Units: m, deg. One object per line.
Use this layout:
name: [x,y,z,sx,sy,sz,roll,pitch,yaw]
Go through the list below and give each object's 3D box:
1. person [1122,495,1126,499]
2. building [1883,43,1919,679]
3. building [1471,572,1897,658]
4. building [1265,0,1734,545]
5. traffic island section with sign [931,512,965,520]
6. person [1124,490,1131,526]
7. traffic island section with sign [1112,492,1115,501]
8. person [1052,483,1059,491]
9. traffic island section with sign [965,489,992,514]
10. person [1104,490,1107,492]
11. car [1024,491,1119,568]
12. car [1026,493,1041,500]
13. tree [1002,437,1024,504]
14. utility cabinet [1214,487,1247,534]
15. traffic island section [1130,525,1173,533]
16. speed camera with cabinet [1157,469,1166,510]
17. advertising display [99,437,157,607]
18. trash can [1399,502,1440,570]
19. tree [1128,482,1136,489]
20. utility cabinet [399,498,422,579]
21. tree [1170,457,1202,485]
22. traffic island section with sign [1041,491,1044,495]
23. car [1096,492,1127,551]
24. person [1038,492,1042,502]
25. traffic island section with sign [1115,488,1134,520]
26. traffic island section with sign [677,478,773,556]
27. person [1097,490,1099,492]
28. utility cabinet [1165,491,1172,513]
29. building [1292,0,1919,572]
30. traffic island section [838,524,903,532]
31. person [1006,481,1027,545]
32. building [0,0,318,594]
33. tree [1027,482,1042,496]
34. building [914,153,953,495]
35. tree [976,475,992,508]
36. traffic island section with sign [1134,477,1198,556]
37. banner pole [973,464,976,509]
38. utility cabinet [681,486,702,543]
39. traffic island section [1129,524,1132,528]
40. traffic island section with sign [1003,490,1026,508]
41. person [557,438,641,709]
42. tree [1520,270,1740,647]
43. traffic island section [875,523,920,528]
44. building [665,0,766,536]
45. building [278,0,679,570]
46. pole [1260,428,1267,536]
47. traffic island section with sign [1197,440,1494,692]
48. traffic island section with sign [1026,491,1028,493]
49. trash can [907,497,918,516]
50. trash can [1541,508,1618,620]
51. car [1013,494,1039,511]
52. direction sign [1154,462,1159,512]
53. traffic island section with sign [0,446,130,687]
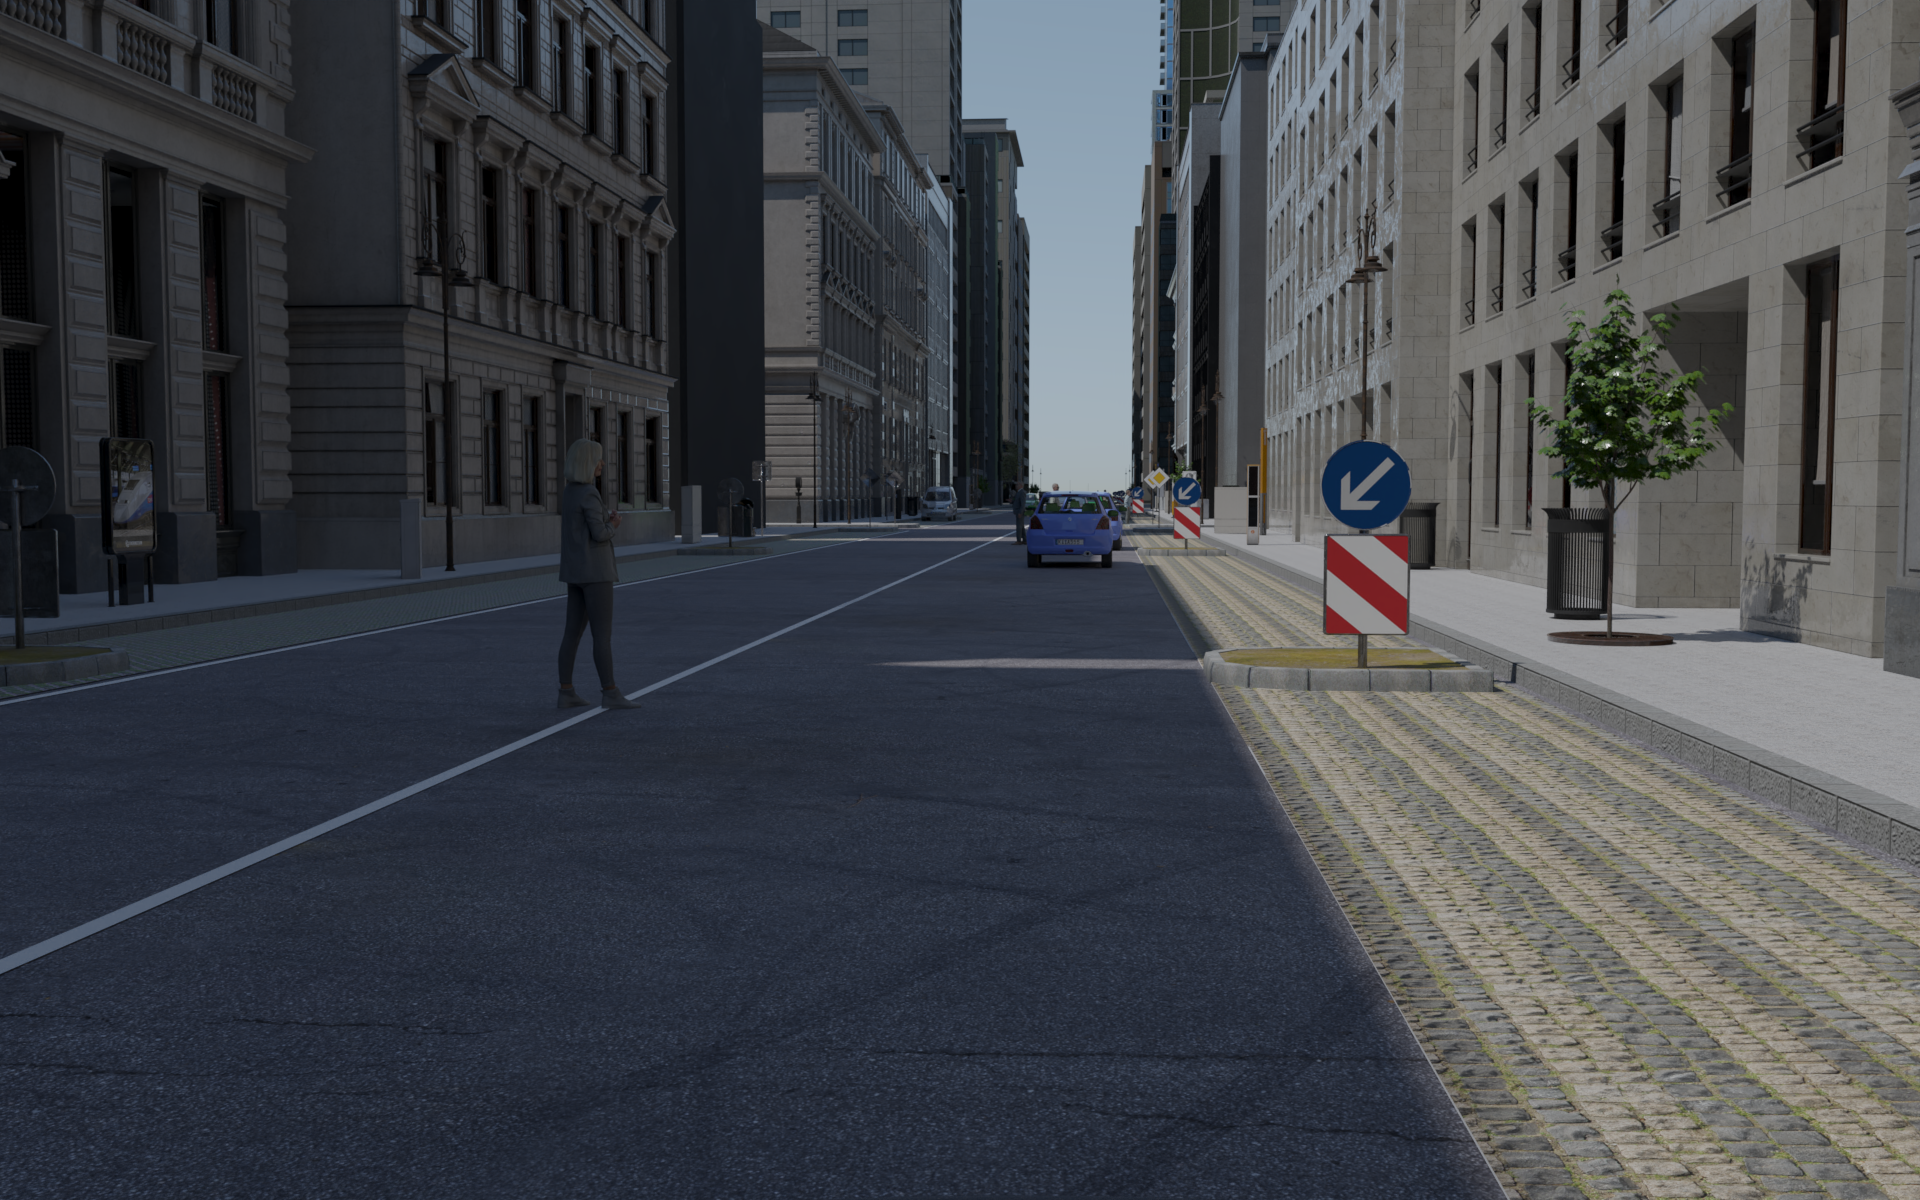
person: [16.197,-9.751,168.641,0.721,1.743,1.217,-2,4,-33]
building: [10.640,-9.390,2.678,9.793,20.994,18.267,0,4,5]
building: [12.967,-10.157,20.819,10.420,20.320,16.860,0,4,5]
building: [15.672,-12.209,54.368,10.420,20.320,16.860,0,4,5]
traffic island section with sign: [-0.911,-5.392,96.786,1.989,1.847,2.006,0,4,5]
person: [7.481,-4.088,77.148,0.330,1.601,0.589,2,4,24]
traffic island section with sign: [11.866,-6.933,121.979,1.989,1.847,2.006,0,4,5]
person: [2.862,-2.697,53.086,0.515,1.767,0.782,0,4,5]
traffic island section with sign: [1.277,-7.035,123.653,1.989,1.847,2.006,0,4,5]
person: [12.810,-8.814,152.606,0.705,1.824,1.348,-1,4,-16]
car: [2.239,-1.554,34.997,1.945,1.707,3.694,0,4,4]
car: [5.471,-7.964,139.259,2.155,1.783,4.494,0,4,3]
tree: [6.226,-16.379,218.161,4.360,8.622,3.978,0,3,0]
utility cabinet: [8.786,-2.871,55.625,1.173,1.500,0.318,1,4,22]
traffic island section: [7.504,-2.621,65.140,2.009,0.180,2.903,0,4,5]
speed camera with cabinet: [16.036,-8.719,136.889,0.660,3.252,2.038,1,4,18]
advertising display: [-9.622,-0.908,20.066,0.123,1.923,0.974,0,4,4]
trash can: [7.788,-1.091,29.488,0.748,1.137,0.748,0,3,0]
tree: [24.706,-15.529,248.493,1.663,3.219,1.824,0,3,0]
utility cabinet: [-8.431,-0.943,26.580,0.306,1.237,1.020,-1,4,-16]
tree: [11.700,-5.819,89.745,1.663,3.219,1.824,0,3,0]
traffic island section with sign: [14.387,-16.773,282.860,1.989,1.847,2.006,0,4,5]
car: [3.387,-2.179,45.213,1.945,1.707,3.694,0,4,6]
person: [11.683,-14.835,251.856,0.445,1.727,0.742,3,4,37]
traffic island section with sign: [9.650,-5.290,95.114,1.989,1.847,2.006,0,4,5]
traffic island section with sign: [-5.499,-1.983,41.053,1.989,1.847,2.006,0,4,5]
person: [14.891,-10.966,187.654,0.709,1.838,0.599,2,4,23]
utility cabinet: [14.153,-6.640,117.236,0.318,1.500,1.173,1,4,22]
building: [13.503,-11.187,37.660,10.420,20.320,16.860,0,4,5]
traffic island section: [-3.450,-2.677,66.042,2.009,0.180,2.903,0,4,5]
person: [1.622,-2.463,48.947,0.590,1.801,0.661,0,4,-8]
building: [-16.319,-11.611,18.713,11.050,23.489,19.941,0,4,5]
tree: [12.126,-17.388,278.890,1.663,3.219,1.824,0,3,0]
building: [-7.420,-19.130,130.794,12.078,24.808,19.932,0,4,5]
tree: [1.877,-9.958,157.411,1.663,3.219,1.824,0,3,0]
traffic island section with sign: [5.163,-1.952,40.543,1.989,1.847,2.006,0,4,5]
banner pole: [1.194,-9.441,144.382,0.401,3.779,0.863,1,4,21]
utility cabinet: [-7.026,-2.236,45.243,0.318,1.500,1.173,0,4,3]
traffic island section: [8.159,-3.108,73.098,2.009,0.180,2.903,0,4,5]
traffic island section with sign: [5.329,-10.042,172.817,1.989,1.847,2.006,0,4,5]
person: [-2.463,-0.183,11.670,0.526,1.800,0.537,-1,4,-23]
tree: [5.529,-1.243,14.920,1.663,3.219,1.824,0,3,0]
traffic island section: [-2.795,-3.163,74.000,2.009,0.180,2.903,0,4,5]
building: [-15.723,-14.047,59.340,15.834,23.373,12.332,0,4,5]
building: [-13.240,-10.618,38.237,10.561,19.102,19.286,0,4,5]
pole: [9.391,-3.652,53.558,0.158,3.312,0.155,0,3,0]
traffic island section with sign: [2.922,-0.294,13.438,1.989,1.847,2.006,0,4,5]
traffic island section with sign: [7.561,-11.701,199.938,1.989,1.847,2.006,0,4,5]
trash can: [-2.772,-5.465,101.002,0.748,1.137,0.748,0,3,0]
trash can: [6.357,-0.377,17.812,0.748,1.137,0.748,0,3,0]
car: [5.183,-7.689,134.506,1.959,1.807,4.718,0,4,7]
direction sign: [13.989,-8.019,123.101,0.379,3.537,0.876,-1,4,-12]
traffic island section with sign: [-7.758,-0.305,13.613,1.989,1.847,2.006,0,4,5]
